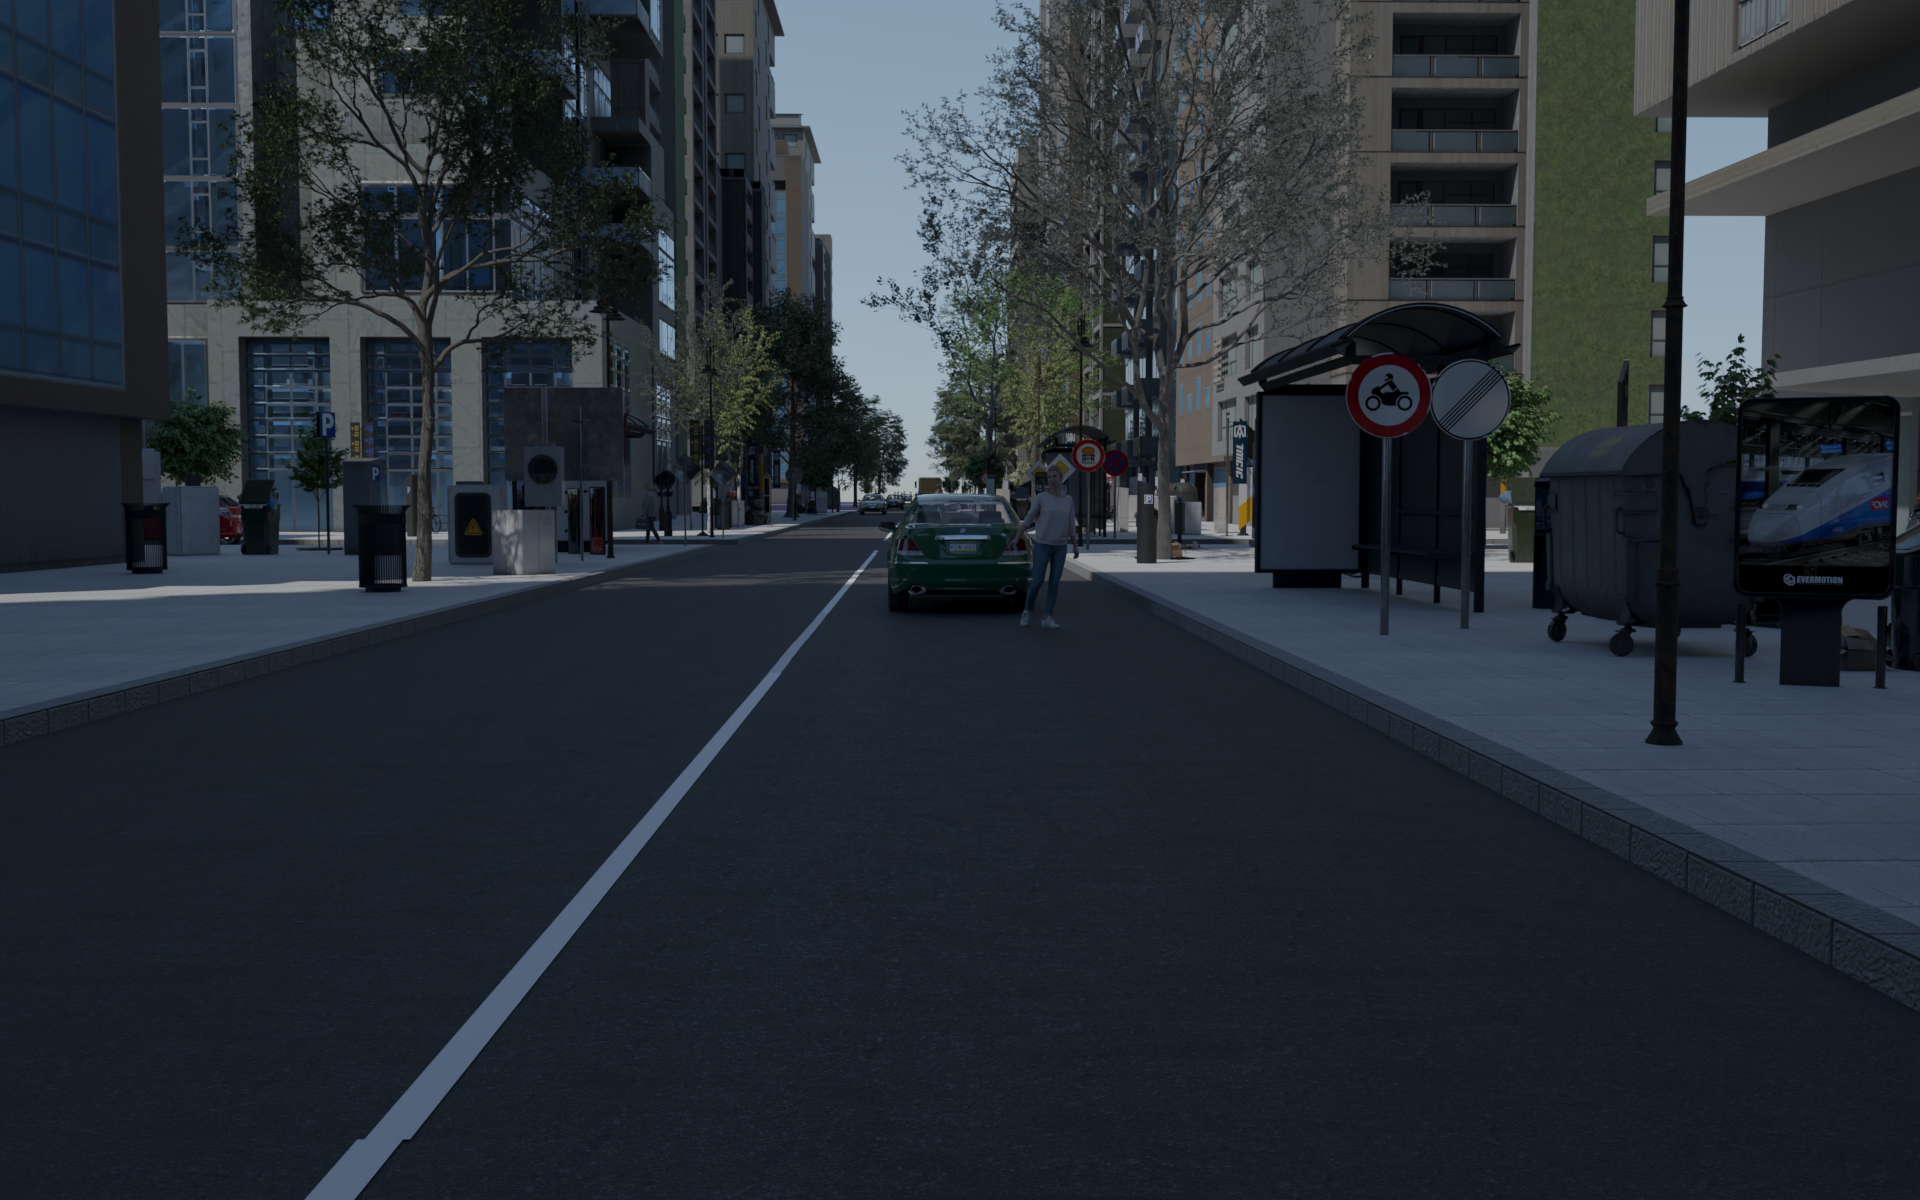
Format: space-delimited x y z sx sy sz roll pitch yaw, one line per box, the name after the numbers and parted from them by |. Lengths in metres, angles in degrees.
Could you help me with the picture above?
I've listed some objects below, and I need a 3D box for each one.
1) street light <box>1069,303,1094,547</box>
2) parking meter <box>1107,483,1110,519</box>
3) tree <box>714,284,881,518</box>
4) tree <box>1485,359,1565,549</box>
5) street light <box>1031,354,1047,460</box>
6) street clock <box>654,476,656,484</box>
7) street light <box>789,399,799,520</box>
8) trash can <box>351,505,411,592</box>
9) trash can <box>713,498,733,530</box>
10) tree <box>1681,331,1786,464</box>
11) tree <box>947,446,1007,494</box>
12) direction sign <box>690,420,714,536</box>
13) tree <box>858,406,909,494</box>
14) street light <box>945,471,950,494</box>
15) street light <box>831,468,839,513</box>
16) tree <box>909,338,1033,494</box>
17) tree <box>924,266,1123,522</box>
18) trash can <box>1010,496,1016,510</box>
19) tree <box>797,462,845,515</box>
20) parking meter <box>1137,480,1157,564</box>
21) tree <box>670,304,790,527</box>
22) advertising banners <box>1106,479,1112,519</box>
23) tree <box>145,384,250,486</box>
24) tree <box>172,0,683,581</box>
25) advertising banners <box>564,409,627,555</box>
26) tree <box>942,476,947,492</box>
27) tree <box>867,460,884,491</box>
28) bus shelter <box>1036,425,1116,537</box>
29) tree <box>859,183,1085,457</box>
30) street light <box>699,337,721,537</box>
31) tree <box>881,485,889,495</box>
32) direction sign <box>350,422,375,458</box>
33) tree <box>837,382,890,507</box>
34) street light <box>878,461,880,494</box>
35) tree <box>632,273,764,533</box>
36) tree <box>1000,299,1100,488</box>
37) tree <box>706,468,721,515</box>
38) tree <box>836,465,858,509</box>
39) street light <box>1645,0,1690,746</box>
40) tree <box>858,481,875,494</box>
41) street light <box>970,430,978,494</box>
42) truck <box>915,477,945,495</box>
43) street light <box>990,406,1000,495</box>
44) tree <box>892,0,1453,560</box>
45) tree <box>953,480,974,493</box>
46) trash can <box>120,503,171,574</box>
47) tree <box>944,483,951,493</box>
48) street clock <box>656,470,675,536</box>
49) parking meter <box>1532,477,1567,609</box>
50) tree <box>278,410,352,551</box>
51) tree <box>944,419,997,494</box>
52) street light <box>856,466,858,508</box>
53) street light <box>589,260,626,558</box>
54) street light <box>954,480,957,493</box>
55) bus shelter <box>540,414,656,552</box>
2.942 -4.242 42.138 0.468 5.910 1.993 0 4 -1 | street light
7.582 -5.149 89.895 0.399 1.863 0.255 -2 4 -35 | parking meter
-9.135 -10.870 94.729 9.611 12.733 9.660 0 3 0 | tree
12.465 -3.492 40.813 4.285 4.588 4.351 0 3 0 | tree
2.601 -5.166 57.259 0.468 5.910 1.993 0 4 -1 | street light
-10.460 -3.435 60.733 0.471 2.002 0.358 -1 4 -19 | street clock
-8.059 -6.837 84.569 0.468 5.910 1.993 0 4 -1 | street light
-7.589 -0.679 22.758 0.748 1.137 0.748 0 3 0 | trash can
-8.459 -3.071 61.871 0.748 1.137 0.748 0 3 0 | trash can
9.353 -1.591 20.617 1.663 3.219 1.824 0 3 0 | tree
1.660 -8.169 117.275 4.285 4.588 4.351 0 3 0 | tree
-7.884 -3.729 52.967 0.876 3.537 0.379 2 4 26 | direction sign
-11.633 -21.059 250.968 9.857 13.997 8.962 0 3 0 | tree
-2.241 -19.057 284.373 0.468 5.910 1.993 0 4 -1 | street light
-8.759 -8.932 118.821 0.468 5.910 1.993 0 4 -1 | street light
1.618 -14.457 143.035 9.857 13.997 8.962 0 3 0 | tree
3.143 -9.218 76.469 9.928 11.665 9.643 0 3 0 | tree
3.102 -5.674 104.421 0.748 1.137 0.748 0 3 0 | trash can
-8.836 -7.538 106.957 4.285 4.588 4.351 0 3 0 | tree
3.455 -1.443 32.009 0.372 1.533 0.369 0 3 0 | parking meter
-8.743 -7.103 66.493 4.737 8.622 4.395 0 3 0 | tree
7.254 -5.491 85.958 0.090 3.025 2.074 -1 4 -12 | advertising banners
-22.937 -4.160 51.734 4.285 4.588 4.351 0 3 0 | tree
-7.608 -5.560 25.316 7.601 10.594 8.767 -2 4 -28 | tree
-7.674 -2.467 36.531 2.074 3.025 0.090 3 5 40 | advertising banners
-1.389 -17.220 265.266 4.285 4.588 4.351 0 3 0 | tree
-11.553 -16.172 214.774 4.360 8.622 3.978 0 3 0 | tree
3.515 -3.648 53.561 2.014 3.302 5.546 0 4 -1 | bus shelter
0.586 -15.342 106.738 12.611 20.169 13.585 0 3 0 | tree
-7.351 -4.794 51.163 0.468 5.910 1.993 0 4 -1 | street light
-12.434 -17.637 282.969 1.663 3.219 1.824 0 3 0 | tree
-18.794 -3.825 54.537 0.876 3.537 0.379 1 4 19 | direction sign
-10.843 -15.759 175.782 7.486 12.596 7.792 0 3 0 | tree
-11.353 -16.588 244.005 0.468 5.910 1.993 0 4 -1 | street light
-8.489 -6.515 56.877 4.360 8.622 3.978 0 3 0 | tree
3.279 -7.078 66.091 4.737 8.622 4.395 0 3 0 | tree
-14.340 -6.708 104.283 1.663 3.219 1.824 0 3 0 | tree
-11.204 -14.259 183.488 4.737 8.622 4.395 0 3 0 | tree
3.621 -2.198 8.731 0.468 5.910 1.993 0 4 -1 | street light
-11.458 -13.699 218.571 1.663 3.219 1.824 0 3 0 | tree
1.121 -9.330 125.333 0.468 5.910 1.993 0 4 -1 | street light
-3.399 -12.250 196.210 3.469 3.379 9.791 0 4 -2 | truck
1.856 -7.245 91.242 0.468 5.910 1.993 0 4 -1 | street light
3.898 -7.535 33.564 12.009 13.543 11.850 0 3 0 | tree
0.585 -12.450 198.159 1.663 3.219 1.824 0 3 0 | tree
-13.126 -0.996 27.938 0.748 1.137 0.748 0 3 0 | trash can
-1.612 -15.864 253.973 1.663 3.219 1.824 0 3 0 | tree
-8.878 -2.941 52.654 0.471 2.002 0.358 3 5 43 | street clock
6.631 -0.674 19.429 0.372 1.533 0.369 0 3 0 | parking meter
-14.777 -2.749 39.540 1.663 3.219 1.824 0 3 0 | tree
1.229 -13.921 177.977 4.360 8.622 3.978 0 3 0 | tree
-9.605 -11.513 161.026 0.468 5.910 1.993 0 4 -1 | street light
-6.983 -3.771 34.449 0.468 5.910 1.993 0 4 -1 | street light
-0.707 -14.893 216.280 0.468 5.910 1.993 0 4 -1 | street light
-8.534 -2.852 40.556 2.014 3.302 5.546 0 4 -1 | bus shelter
